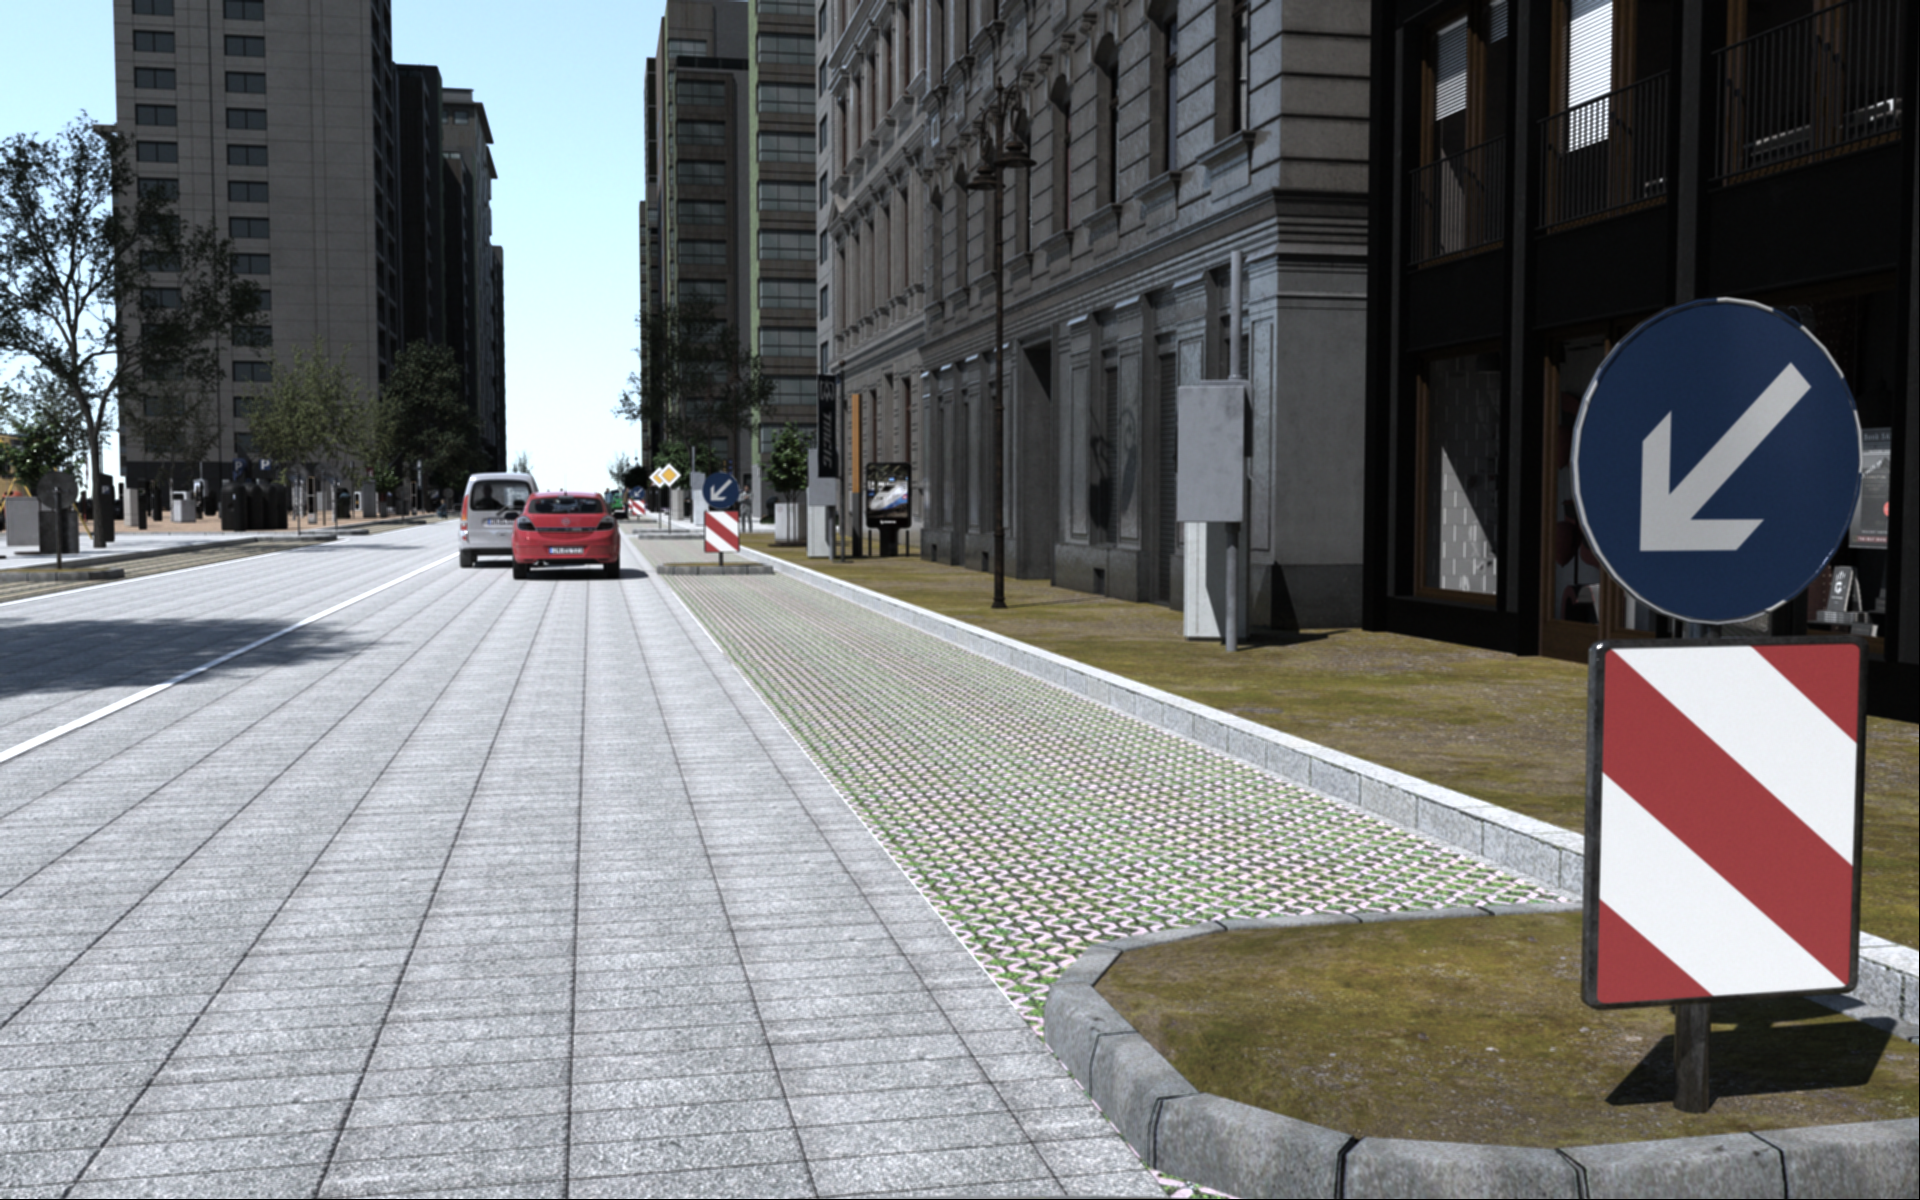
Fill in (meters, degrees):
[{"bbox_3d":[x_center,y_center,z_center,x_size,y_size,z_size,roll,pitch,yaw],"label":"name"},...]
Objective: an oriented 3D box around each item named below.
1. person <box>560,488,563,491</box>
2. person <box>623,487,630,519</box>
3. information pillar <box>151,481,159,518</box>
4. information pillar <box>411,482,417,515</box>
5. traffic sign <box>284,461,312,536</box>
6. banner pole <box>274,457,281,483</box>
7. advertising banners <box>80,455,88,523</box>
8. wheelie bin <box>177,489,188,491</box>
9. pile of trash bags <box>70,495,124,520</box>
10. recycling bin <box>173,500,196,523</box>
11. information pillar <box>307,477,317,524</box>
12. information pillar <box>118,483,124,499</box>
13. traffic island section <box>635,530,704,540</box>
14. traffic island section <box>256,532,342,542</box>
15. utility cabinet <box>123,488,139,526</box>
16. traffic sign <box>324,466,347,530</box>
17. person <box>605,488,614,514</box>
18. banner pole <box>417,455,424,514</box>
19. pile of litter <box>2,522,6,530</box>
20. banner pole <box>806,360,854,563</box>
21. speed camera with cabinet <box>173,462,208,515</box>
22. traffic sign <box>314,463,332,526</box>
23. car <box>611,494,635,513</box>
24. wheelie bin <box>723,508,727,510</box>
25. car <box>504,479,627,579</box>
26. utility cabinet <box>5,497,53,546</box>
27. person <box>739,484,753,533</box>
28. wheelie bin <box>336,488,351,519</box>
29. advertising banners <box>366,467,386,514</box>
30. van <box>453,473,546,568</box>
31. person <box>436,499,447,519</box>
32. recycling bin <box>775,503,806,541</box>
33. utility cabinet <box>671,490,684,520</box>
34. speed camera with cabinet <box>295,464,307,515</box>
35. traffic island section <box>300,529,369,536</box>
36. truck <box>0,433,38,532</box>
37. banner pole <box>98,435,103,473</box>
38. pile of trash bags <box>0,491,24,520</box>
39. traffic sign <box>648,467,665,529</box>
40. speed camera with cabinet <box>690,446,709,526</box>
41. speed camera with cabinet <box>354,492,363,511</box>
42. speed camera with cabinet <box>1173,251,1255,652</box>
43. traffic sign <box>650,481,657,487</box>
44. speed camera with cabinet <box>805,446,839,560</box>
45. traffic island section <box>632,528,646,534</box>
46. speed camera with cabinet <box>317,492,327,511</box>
[{"bbox_3d":[-27.896,-6.906,121.423,0.388,1.821,0.555,2,4,23],"label":"person"},{"bbox_3d":[-18.872,-5.470,97.850,0.656,1.842,0.836,2,4,32],"label":"person"},{"bbox_3d":[-43.662,-5.473,93.973,0.304,2.012,0.304,3,5,40],"label":"information pillar"},{"bbox_3d":[-32.829,-6.095,104.149,0.304,2.012,0.304,-1,4,-14],"label":"information pillar"},{"bbox_3d":[-20.320,-3.031,53.197,0.795,2.450,0.064,-1,4,-12],"label":"traffic sign"},{"bbox_3d":[-41.936,-7.130,106.585,0.401,3.779,0.863,1,4,9],"label":"banner pole"},{"bbox_3d":[-39.245,-4.981,77.634,0.090,3.025,2.074,-2,4,-35],"label":"advertising banners"},{"bbox_3d":[-50.497,-6.403,112.598,0.980,1.594,0.693,-1,4,-18],"label":"wheelie bin"},{"bbox_3d":[-41.860,-4.653,85.833,3.447,1.369,1.912,1,4,17],"label":"pile of trash bags"},{"bbox_3d":[-34.825,-3.990,77.785,0.722,1.027,0.722,3,5,40],"label":"recycling bin"},{"bbox_3d":[-27.850,-4.279,74.448,0.304,2.012,0.304,0,4,-3],"label":"information pillar"},{"bbox_3d":[-53.824,-6.526,111.193,0.304,2.012,0.304,-1,4,-18],"label":"information pillar"},{"bbox_3d":[-9.295,-2.037,55.589,2.009,0.180,2.903,-1,4,-12],"label":"traffic island section"},{"bbox_3d":[-20.341,-1.894,53.254,2.009,0.180,2.903,-1,4,-12],"label":"traffic island section"},{"bbox_3d":[-32.778,-3.659,68.504,0.318,1.500,1.173,-3,4,-37],"label":"utility cabinet"},{"bbox_3d":[-21.980,-3.509,61.008,0.795,2.450,0.064,-1,4,-12],"label":"traffic sign"},{"bbox_3d":[-20.817,-5.746,102.786,0.601,1.785,0.444,3,4,38],"label":"person"},{"bbox_3d":[-34.314,-7.353,110.232,0.863,3.779,0.401,3,5,42],"label":"banner pole"},{"bbox_3d":[-35.881,-3.228,66.749,1.719,0.858,1.176,-2,4,-35],"label":"pile of litter"},{"bbox_3d":[-2.346,-2.577,32.156,0.401,3.779,0.863,3,5,41],"label":"banner pole"},{"bbox_3d":[-47.296,-6.847,106.289,2.038,3.252,0.660,0,4,-2],"label":"speed camera with cabinet"},{"bbox_3d":[-25.932,-4.311,70.591,0.768,2.556,0.104,0,4,-5],"label":"traffic sign"},{"bbox_3d":[-26.096,-7.660,134.034,1.959,1.807,4.718,-1,4,-12],"label":"car"},{"bbox_3d":[-14.724,-6.076,107.247,0.980,1.594,0.693,0,4,0],"label":"wheelie bin"},{"bbox_3d":[-6.979,-1.325,30.697,2.155,1.783,4.494,-1,4,-13],"label":"car"},{"bbox_3d":[-23.070,-1.943,42.937,1.020,1.237,0.306,-2,4,-33],"label":"utility cabinet"},{"bbox_3d":[-7.536,-3.198,60.972,0.511,1.800,0.466,0,4,-7],"label":"person"},{"bbox_3d":[-32.302,-5.057,90.596,0.980,1.594,0.693,1,4,22],"label":"wheelie bin"},{"bbox_3d":[-37.808,-7.171,113.430,2.074,3.025,0.090,-2,4,-29],"label":"advertising banners"},{"bbox_3d":[-9.286,-1.727,35.243,2.013,2.044,4.112,-1,4,-14],"label":"van"},{"bbox_3d":[-30.001,-5.262,100.027,0.738,1.151,1.012,0,4,4],"label":"person"},{"bbox_3d":[-4.646,-2.151,47.723,0.722,1.027,0.722,1,4,17],"label":"recycling bin"},{"bbox_3d":[-13.841,-4.667,84.986,0.318,1.500,1.173,-2,4,-25],"label":"utility cabinet"},{"bbox_3d":[-40.361,-6.819,105.818,0.660,3.252,2.038,-1,4,-14],"label":"speed camera with cabinet"},{"bbox_3d":[-22.002,-2.372,61.065,2.009,0.180,2.903,-1,4,-12],"label":"traffic island section"},{"bbox_3d":[-33.262,-3.564,54.198,9.791,3.379,3.469,-1,4,-12],"label":"truck"},{"bbox_3d":[-36.530,-5.108,73.535,0.401,3.779,0.863,0,4,-3],"label":"banner pole"},{"bbox_3d":[-28.760,-2.501,50.651,3.447,1.369,1.912,1,4,17],"label":"pile of trash bags"},{"bbox_3d":[-10.977,-3.650,63.318,0.795,2.450,0.064,-1,4,-12],"label":"traffic sign"},{"bbox_3d":[-10.655,-4.688,70.989,0.660,3.252,2.038,-1,4,-14],"label":"speed camera with cabinet"},{"bbox_3d":[-45.551,-8.441,132.340,2.038,3.252,0.660,3,5,43],"label":"speed camera with cabinet"},{"bbox_3d":[2.211,-1.258,14.909,0.660,3.252,2.038,1,4,12],"label":"speed camera with cabinet"},{"bbox_3d":[-21.552,-7.513,122.847,0.884,2.594,0.081,0,4,-5],"label":"traffic sign"},{"bbox_3d":[-2.752,-2.445,34.308,0.660,3.252,2.038,0,4,-6],"label":"speed camera with cabinet"},{"bbox_3d":[-10.956,-2.515,63.400,2.009,0.180,2.903,-1,4,-12],"label":"traffic island section"},{"bbox_3d":[-48.491,-8.265,129.468,2.038,3.252,0.660,-3,4,-37],"label":"speed camera with cabinet"}]
